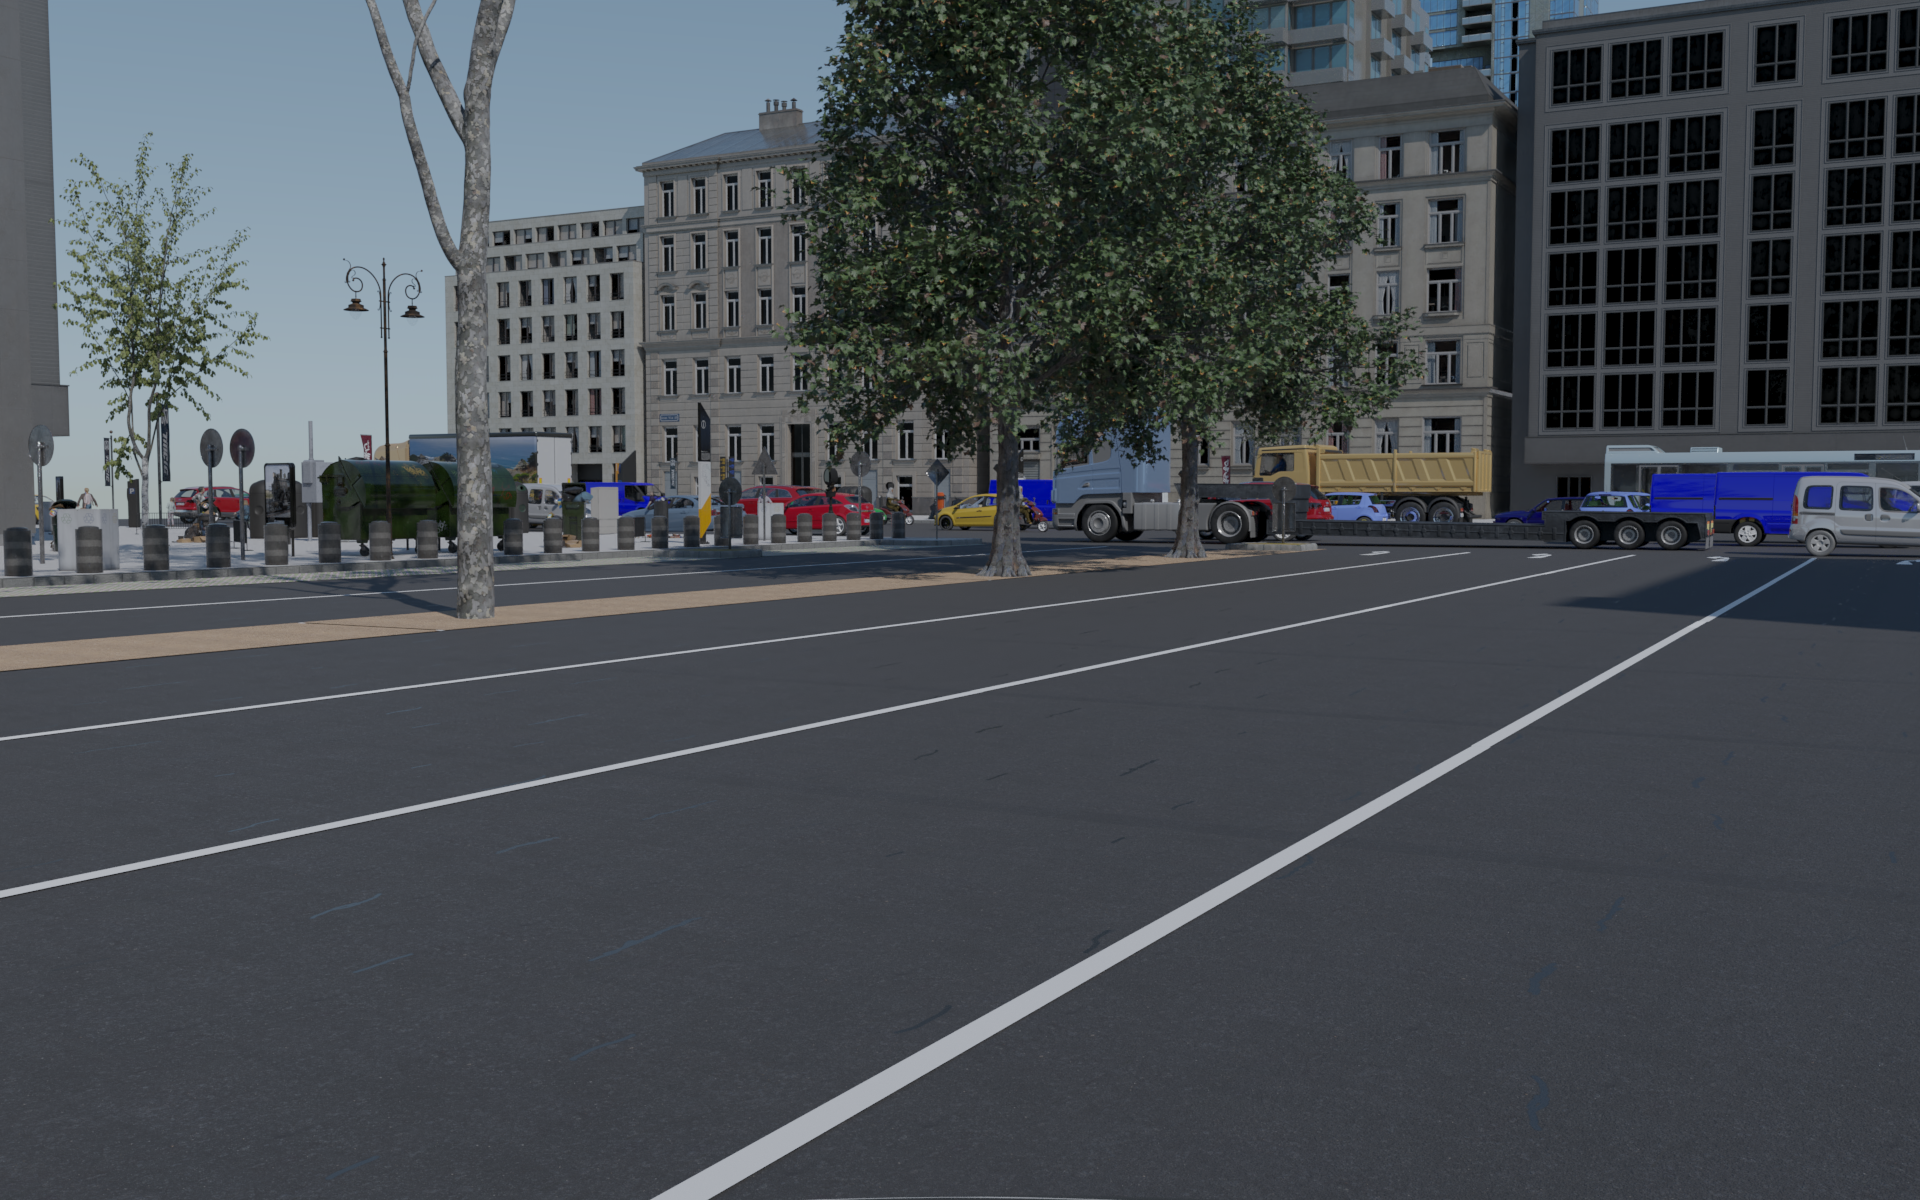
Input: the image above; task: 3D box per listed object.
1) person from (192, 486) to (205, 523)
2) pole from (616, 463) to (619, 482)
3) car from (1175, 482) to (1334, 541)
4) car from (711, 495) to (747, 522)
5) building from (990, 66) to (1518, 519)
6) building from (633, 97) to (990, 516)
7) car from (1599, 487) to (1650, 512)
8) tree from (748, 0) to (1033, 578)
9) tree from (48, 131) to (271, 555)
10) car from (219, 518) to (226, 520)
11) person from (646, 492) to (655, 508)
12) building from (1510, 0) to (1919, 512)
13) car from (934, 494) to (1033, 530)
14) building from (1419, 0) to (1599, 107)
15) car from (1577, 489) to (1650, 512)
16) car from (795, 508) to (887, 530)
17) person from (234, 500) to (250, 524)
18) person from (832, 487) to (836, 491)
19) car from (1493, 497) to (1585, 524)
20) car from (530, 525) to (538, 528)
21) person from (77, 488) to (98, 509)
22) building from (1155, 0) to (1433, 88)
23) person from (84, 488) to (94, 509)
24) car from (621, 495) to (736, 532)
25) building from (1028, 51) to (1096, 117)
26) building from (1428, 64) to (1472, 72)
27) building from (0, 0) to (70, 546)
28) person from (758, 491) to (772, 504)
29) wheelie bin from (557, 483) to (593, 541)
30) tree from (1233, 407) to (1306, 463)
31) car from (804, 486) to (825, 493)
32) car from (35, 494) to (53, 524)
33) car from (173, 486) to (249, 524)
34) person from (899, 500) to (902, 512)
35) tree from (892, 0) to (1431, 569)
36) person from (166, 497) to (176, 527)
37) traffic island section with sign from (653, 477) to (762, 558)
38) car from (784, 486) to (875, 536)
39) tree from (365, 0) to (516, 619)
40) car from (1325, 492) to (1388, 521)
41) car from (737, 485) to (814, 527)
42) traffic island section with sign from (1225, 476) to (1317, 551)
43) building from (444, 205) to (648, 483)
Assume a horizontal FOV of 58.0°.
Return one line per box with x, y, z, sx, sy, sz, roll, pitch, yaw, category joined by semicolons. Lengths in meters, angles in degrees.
-30.510;-3.690;69.556;0.376;1.734;0.841;0;4;4;person
-22.502;-7.337;113.797;0.158;3.312;0.155;0;3;0;pole
8.940;-2.765;53.883;5.304;1.827;2.281;2;4;29;car
-11.103;-3.711;72.678;4.499;1.417;2.014;2;4;29;car
17.672;-16.323;100.164;30.059;22.955;16.112;2;4;29;building
-7.268;-19.245;111.917;25.104;27.353;12.463;2;4;29;building
23.045;-3.013;58.851;3.694;1.707;1.945;2;4;31;car
0.872;-6.755;29.917;9.611;12.733;9.660;0;3;0;tree
-16.948;-5.251;36.208;4.737;8.622;4.395;0;3;0;tree
-39.265;-5.073;95.519;3.894;1.354;1.945;2;4;30;car
-14.756;-4.424;83.044;0.471;1.553;0.569;3;5;42;person
41.121;-17.925;86.578;24.014;27.812;14.314;2;4;29;building
0.864;-3.557;68.373;3.980;1.641;2.015;2;4;30;car
79.094;-57.371;250.688;31.000;86.520;22.319;2;4;29;building
18.842;-2.473;50.031;1.945;1.707;3.694;2;4;28;car
-5.166;-3.742;69.982;4.718;1.807;1.959;2;4;29;car
-34.490;-4.234;83.220;0.738;1.151;1.012;1;4;13;person
-4.785;-3.457;65.849;0.431;1.722;0.655;-1;4;-19;person
19.824;-2.753;57.599;3.894;1.354;1.945;2;4;29;car
-17.274;-3.777;71.974;3.980;1.641;2.015;2;4;31;car
-44.727;-4.876;88.773;0.990;1.755;0.434;-2;4;-30;person
29.698;-32.946;158.272;23.786;49.044;30.456;2;4;29;building
-43.476;-4.741;86.688;0.598;1.740;0.731;-1;4;-14;person
-9.542;-2.858;58.737;4.499;1.417;2.014;2;4;31;car
16.917;-46.152;192.840;20.611;71.187;20.563;2;4;29;building
46.433;-32.456;180.759;14.200;45.320;14.600;2;4;29;building
-38.886;-13.832;45.223;30.058;24.678;14.314;2;4;29;building
-7.627;-3.493;67.818;0.614;1.554;0.590;1;4;9;person
-10.511;-2.409;47.301;0.980;1.594;0.693;0;4;-7;wheelie bin
15.729;-8.393;87.592;4.360;8.622;3.978;0;3;0;tree
-7.483;-4.735;86.094;5.304;1.827;2.281;2;4;28;car
-44.729;-4.484;83.536;3.980;1.641;2.015;2;4;29;car
-36.153;-4.684;85.263;2.281;1.827;5.304;2;4;29;car
-2.753;-4.323;84.682;0.738;1.151;1.012;0;4;-2;person
5.180;-7.288;38.618;9.611;12.733;9.660;0;3;0;tree
-33.465;-3.707;73.384;0.394;1.301;0.425;1;4;14;person
-5.614;-1.893;39.586;1.989;1.847;2.006;2;4;29;traffic island section with sign
-5.100;-3.175;60.957;4.494;1.783;2.155;2;4;28;car
-6.215;-9.927;20.647;12.611;20.169;13.585;0;3;0;tree
13.938;-3.341;64.210;3.694;1.707;1.945;2;4;28;car
-8.439;-4.031;74.578;5.304;1.827;2.281;2;4;27;car
8.121;-2.224;44.505;2.006;1.907;1.989;2;4;29;traffic island section with sign
-26.040;-16.317;121.532;16.860;20.320;10.420;2;4;29;building
